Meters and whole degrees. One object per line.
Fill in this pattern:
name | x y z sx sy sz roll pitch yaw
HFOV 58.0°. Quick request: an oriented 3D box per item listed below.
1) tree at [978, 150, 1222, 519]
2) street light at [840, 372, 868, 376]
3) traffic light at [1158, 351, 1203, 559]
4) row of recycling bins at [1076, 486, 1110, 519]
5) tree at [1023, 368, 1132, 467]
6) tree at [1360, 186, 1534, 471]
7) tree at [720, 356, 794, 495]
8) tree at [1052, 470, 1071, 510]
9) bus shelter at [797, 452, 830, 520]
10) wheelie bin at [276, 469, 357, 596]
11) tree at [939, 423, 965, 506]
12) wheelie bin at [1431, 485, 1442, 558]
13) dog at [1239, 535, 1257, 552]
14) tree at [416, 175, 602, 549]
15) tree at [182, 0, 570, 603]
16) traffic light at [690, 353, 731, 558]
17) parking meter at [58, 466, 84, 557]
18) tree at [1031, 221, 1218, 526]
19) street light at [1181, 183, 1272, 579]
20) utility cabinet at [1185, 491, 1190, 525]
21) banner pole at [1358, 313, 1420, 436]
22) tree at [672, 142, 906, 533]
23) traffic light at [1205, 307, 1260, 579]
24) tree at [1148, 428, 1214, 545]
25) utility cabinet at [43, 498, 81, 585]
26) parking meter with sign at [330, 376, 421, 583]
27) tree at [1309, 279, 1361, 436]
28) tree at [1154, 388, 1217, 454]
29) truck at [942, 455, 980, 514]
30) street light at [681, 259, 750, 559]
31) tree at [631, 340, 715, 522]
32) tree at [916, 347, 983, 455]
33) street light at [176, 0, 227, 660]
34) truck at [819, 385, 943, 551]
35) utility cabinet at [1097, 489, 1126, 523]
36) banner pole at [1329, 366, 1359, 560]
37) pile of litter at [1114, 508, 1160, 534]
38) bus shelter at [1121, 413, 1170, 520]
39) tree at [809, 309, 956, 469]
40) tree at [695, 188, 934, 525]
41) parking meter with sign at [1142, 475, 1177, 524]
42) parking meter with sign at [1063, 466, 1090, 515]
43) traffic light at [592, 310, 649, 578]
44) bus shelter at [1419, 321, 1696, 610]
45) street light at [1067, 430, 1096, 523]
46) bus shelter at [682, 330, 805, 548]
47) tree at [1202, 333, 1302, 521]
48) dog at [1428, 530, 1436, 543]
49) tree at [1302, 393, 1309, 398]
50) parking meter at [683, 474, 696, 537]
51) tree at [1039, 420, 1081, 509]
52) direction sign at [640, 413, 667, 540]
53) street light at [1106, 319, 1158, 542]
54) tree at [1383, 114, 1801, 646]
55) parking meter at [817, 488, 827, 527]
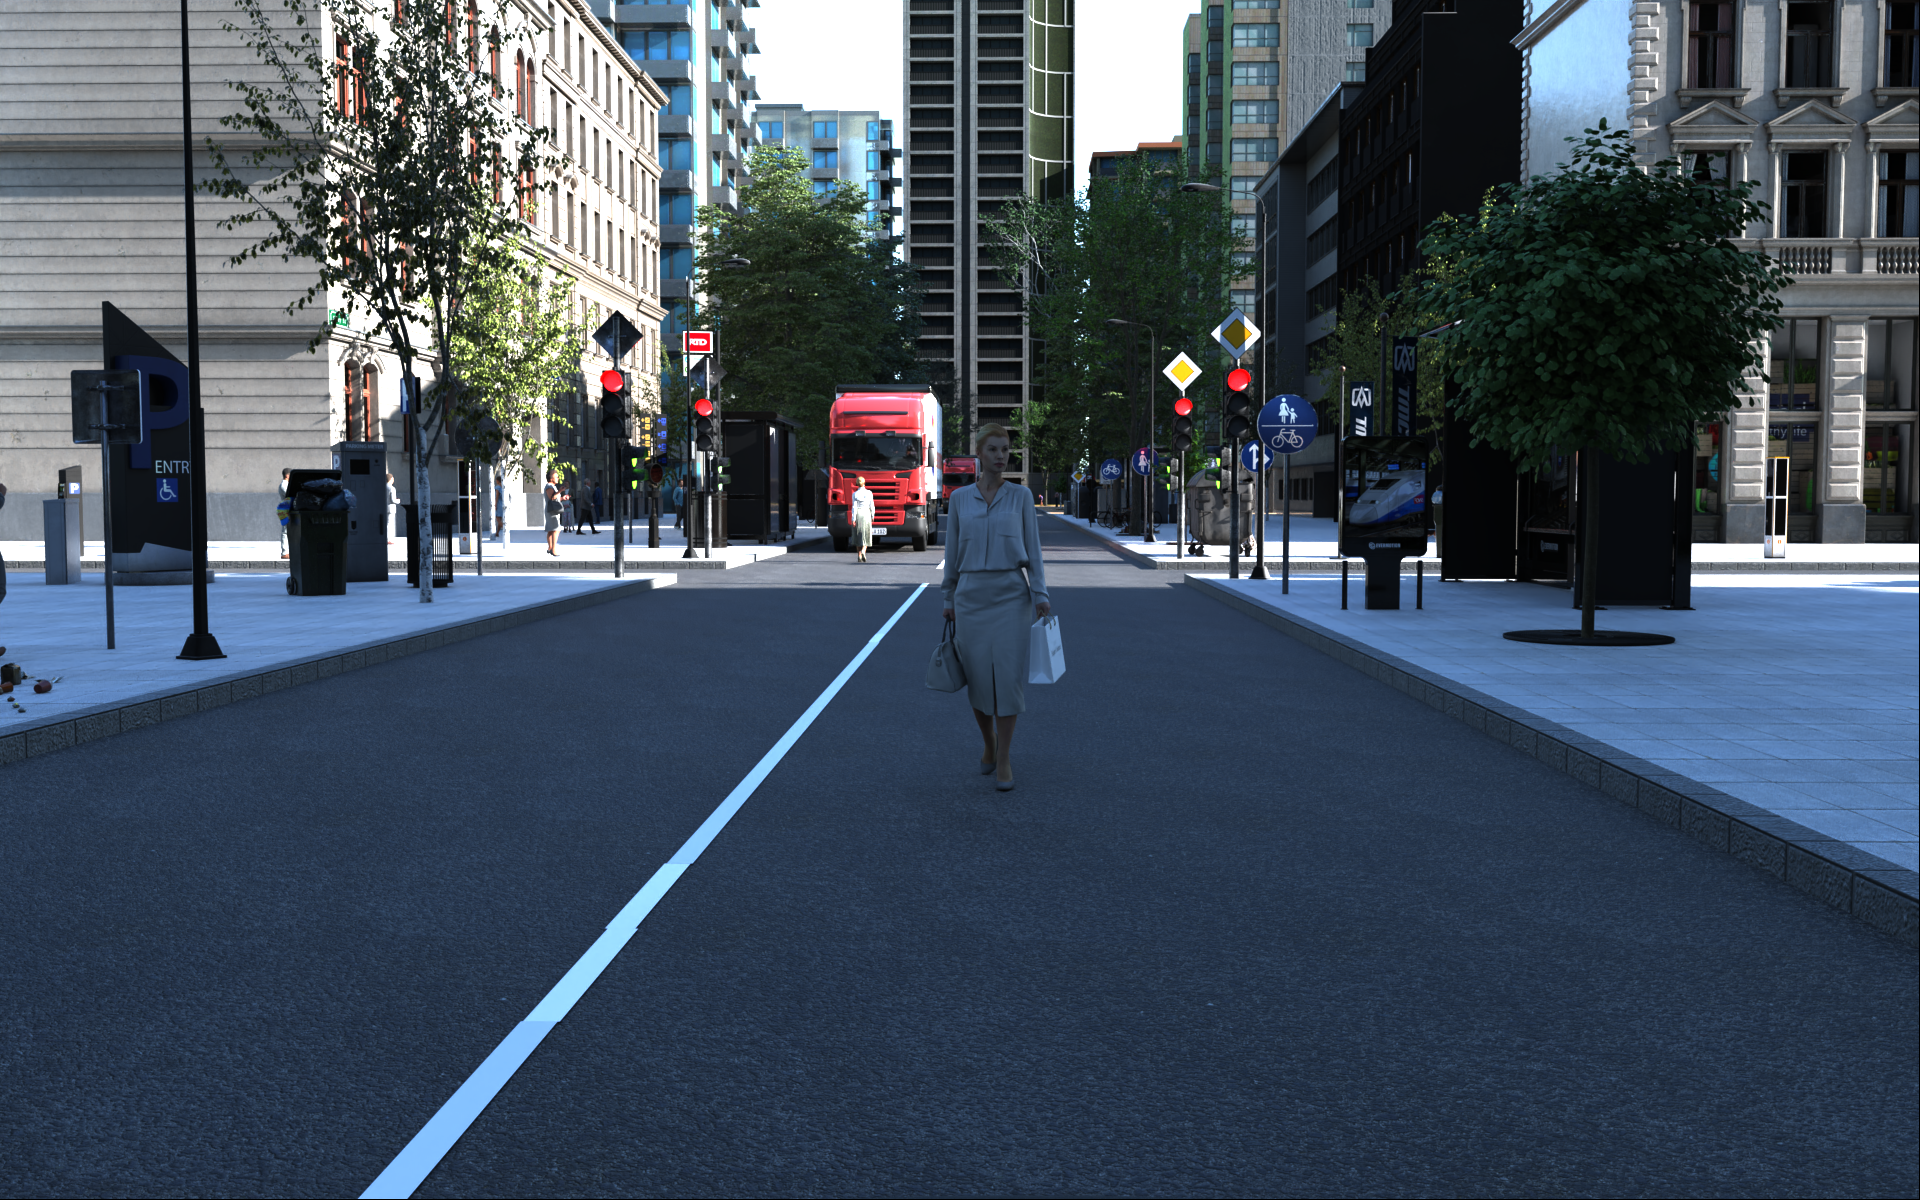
tree | 7.643 -14.653 95.459 12.611 20.169 13.585 0 3 0
street light | -4.037 -5.657 65.026 1.470 5.913 1.316 0 4 1
traffic light | 4.355 -2.770 34.215 0.839 4.253 0.868 0 4 1
row of recycling bins | 7.181 -5.205 92.208 1.069 1.692 3.534 2 4 28
tree | 8.552 -11.856 128.257 8.767 10.594 7.601 -2 4 -30
tree | 13.017 -5.639 42.564 4.737 8.622 4.395 0 3 0
tree | -10.329 -8.476 88.952 4.360 8.622 3.978 0 3 0
tree | 8.366 -8.871 139.645 1.663 3.219 1.824 0 3 0
bus shelter | -7.117 -5.937 88.360 1.731 3.624 6.357 0 4 1
wheelie bin | -8.141 -0.864 22.036 0.980 1.594 0.693 -3 5 -39
tree | -1.856 -13.744 175.071 4.737 8.622 4.395 0 3 0
wheelie bin | 9.858 -1.638 34.683 0.693 1.594 0.980 3 5 44
dog | 6.400 -1.495 38.831 0.513 0.831 0.800 0 4 4
tree | -10.502 -5.484 40.020 4.737 8.622 4.395 0 3 0
tree | -6.397 -4.261 20.035 4.360 8.622 3.978 0 3 0
traffic light | -5.003 -2.784 34.439 0.839 4.253 0.868 0 4 1
parking meter | -18.131 -1.811 35.317 0.255 1.863 0.399 2 4 32
tree | 6.500 -9.171 68.073 7.486 12.596 7.792 0 3 0
street light | 3.999 -3.272 26.039 1.470 5.913 1.316 0 4 1
utility cabinet | 9.511 -3.857 71.747 0.318 1.500 1.173 1 4 17
banner pole | 6.055 -2.086 24.119 0.863 3.779 0.401 -2 4 -29
tree | -5.701 -8.492 56.976 7.486 12.596 7.792 0 3 0
traffic light | 4.149 -2.282 26.232 0.839 4.253 0.868 0 4 1
tree | 5.586 -3.005 43.737 1.663 3.219 1.824 0 3 0
utility cabinet | -12.945 -0.844 24.964 0.306 1.237 1.020 -1 4 -17
parking meter with sign | -8.819 -1.780 25.367 1.738 3.016 0.543 -3 5 -41
tree | 13.836 -6.469 56.136 4.737 8.622 4.395 0 3 0
tree | 13.242 -9.478 105.323 4.737 8.622 4.395 0 3 0
truck | 0.114 -8.412 126.447 2.839 4.237 11.283 0 4 2
street light | -4.837 -3.779 34.326 1.470 5.913 1.316 0 4 1
tree | -13.292 -7.949 80.336 4.737 8.622 4.395 0 3 0
tree | -2.555 -14.230 143.033 12.009 13.543 11.850 0 3 0
street light | -5.385 -2.495 13.330 1.470 5.913 1.316 0 4 1
truck | -1.903 -3.533 46.673 2.839 4.237 11.283 0 4 1
utility cabinet | 6.523 -4.030 74.570 1.173 1.500 0.318 -1 4 -10
banner pole | 7.684 -2.683 33.890 0.863 3.779 0.401 0 4 2
pile of litter | 5.806 -2.611 56.648 1.176 0.858 1.719 -2 4 -29
bus shelter | 8.831 -6.443 82.982 2.179 5.291 8.768 0 4 2
tree | -5.066 -11.339 102.401 9.611 12.733 9.660 0 3 0
tree | -5.850 -10.115 72.032 9.857 13.997 8.962 0 3 0
parking meter with sign | 8.679 -4.824 75.137 1.738 3.016 0.543 -1 4 -22
parking meter with sign | 7.202 -6.782 107.142 1.738 3.016 0.543 -3 4 -36
traffic light | -5.209 -2.296 26.457 0.839 4.253 0.868 0 4 1
bus shelter | 7.442 -1.891 22.202 1.731 3.624 6.357 0 4 2
street light | 5.367 -6.399 77.164 1.470 5.913 1.316 0 4 1
bus shelter | -5.641 -4.130 45.163 2.179 5.291 8.768 0 4 1
tree | 12.984 -7.824 78.284 4.360 8.622 3.978 0 3 0
dog | 12.448 -1.771 45.789 0.540 0.507 0.406 -1 4 -10
tree | 14.529 -8.115 83.046 4.360 8.622 3.978 0 3 0
parking meter | -8.043 -2.801 51.510 0.255 1.863 0.399 -3 5 -39
tree | 8.621 -12.101 148.211 4.737 8.622 4.395 0 3 0
direction sign | -8.618 -3.473 48.781 0.876 3.537 0.379 -3 5 -43
street light | 4.570 -4.505 46.196 1.470 5.913 1.316 0 4 1
tree | 5.459 -1.924 15.170 4.285 4.588 4.351 0 3 0
parking meter | -5.410 -3.643 67.979 0.372 1.533 0.369 0 3 0
